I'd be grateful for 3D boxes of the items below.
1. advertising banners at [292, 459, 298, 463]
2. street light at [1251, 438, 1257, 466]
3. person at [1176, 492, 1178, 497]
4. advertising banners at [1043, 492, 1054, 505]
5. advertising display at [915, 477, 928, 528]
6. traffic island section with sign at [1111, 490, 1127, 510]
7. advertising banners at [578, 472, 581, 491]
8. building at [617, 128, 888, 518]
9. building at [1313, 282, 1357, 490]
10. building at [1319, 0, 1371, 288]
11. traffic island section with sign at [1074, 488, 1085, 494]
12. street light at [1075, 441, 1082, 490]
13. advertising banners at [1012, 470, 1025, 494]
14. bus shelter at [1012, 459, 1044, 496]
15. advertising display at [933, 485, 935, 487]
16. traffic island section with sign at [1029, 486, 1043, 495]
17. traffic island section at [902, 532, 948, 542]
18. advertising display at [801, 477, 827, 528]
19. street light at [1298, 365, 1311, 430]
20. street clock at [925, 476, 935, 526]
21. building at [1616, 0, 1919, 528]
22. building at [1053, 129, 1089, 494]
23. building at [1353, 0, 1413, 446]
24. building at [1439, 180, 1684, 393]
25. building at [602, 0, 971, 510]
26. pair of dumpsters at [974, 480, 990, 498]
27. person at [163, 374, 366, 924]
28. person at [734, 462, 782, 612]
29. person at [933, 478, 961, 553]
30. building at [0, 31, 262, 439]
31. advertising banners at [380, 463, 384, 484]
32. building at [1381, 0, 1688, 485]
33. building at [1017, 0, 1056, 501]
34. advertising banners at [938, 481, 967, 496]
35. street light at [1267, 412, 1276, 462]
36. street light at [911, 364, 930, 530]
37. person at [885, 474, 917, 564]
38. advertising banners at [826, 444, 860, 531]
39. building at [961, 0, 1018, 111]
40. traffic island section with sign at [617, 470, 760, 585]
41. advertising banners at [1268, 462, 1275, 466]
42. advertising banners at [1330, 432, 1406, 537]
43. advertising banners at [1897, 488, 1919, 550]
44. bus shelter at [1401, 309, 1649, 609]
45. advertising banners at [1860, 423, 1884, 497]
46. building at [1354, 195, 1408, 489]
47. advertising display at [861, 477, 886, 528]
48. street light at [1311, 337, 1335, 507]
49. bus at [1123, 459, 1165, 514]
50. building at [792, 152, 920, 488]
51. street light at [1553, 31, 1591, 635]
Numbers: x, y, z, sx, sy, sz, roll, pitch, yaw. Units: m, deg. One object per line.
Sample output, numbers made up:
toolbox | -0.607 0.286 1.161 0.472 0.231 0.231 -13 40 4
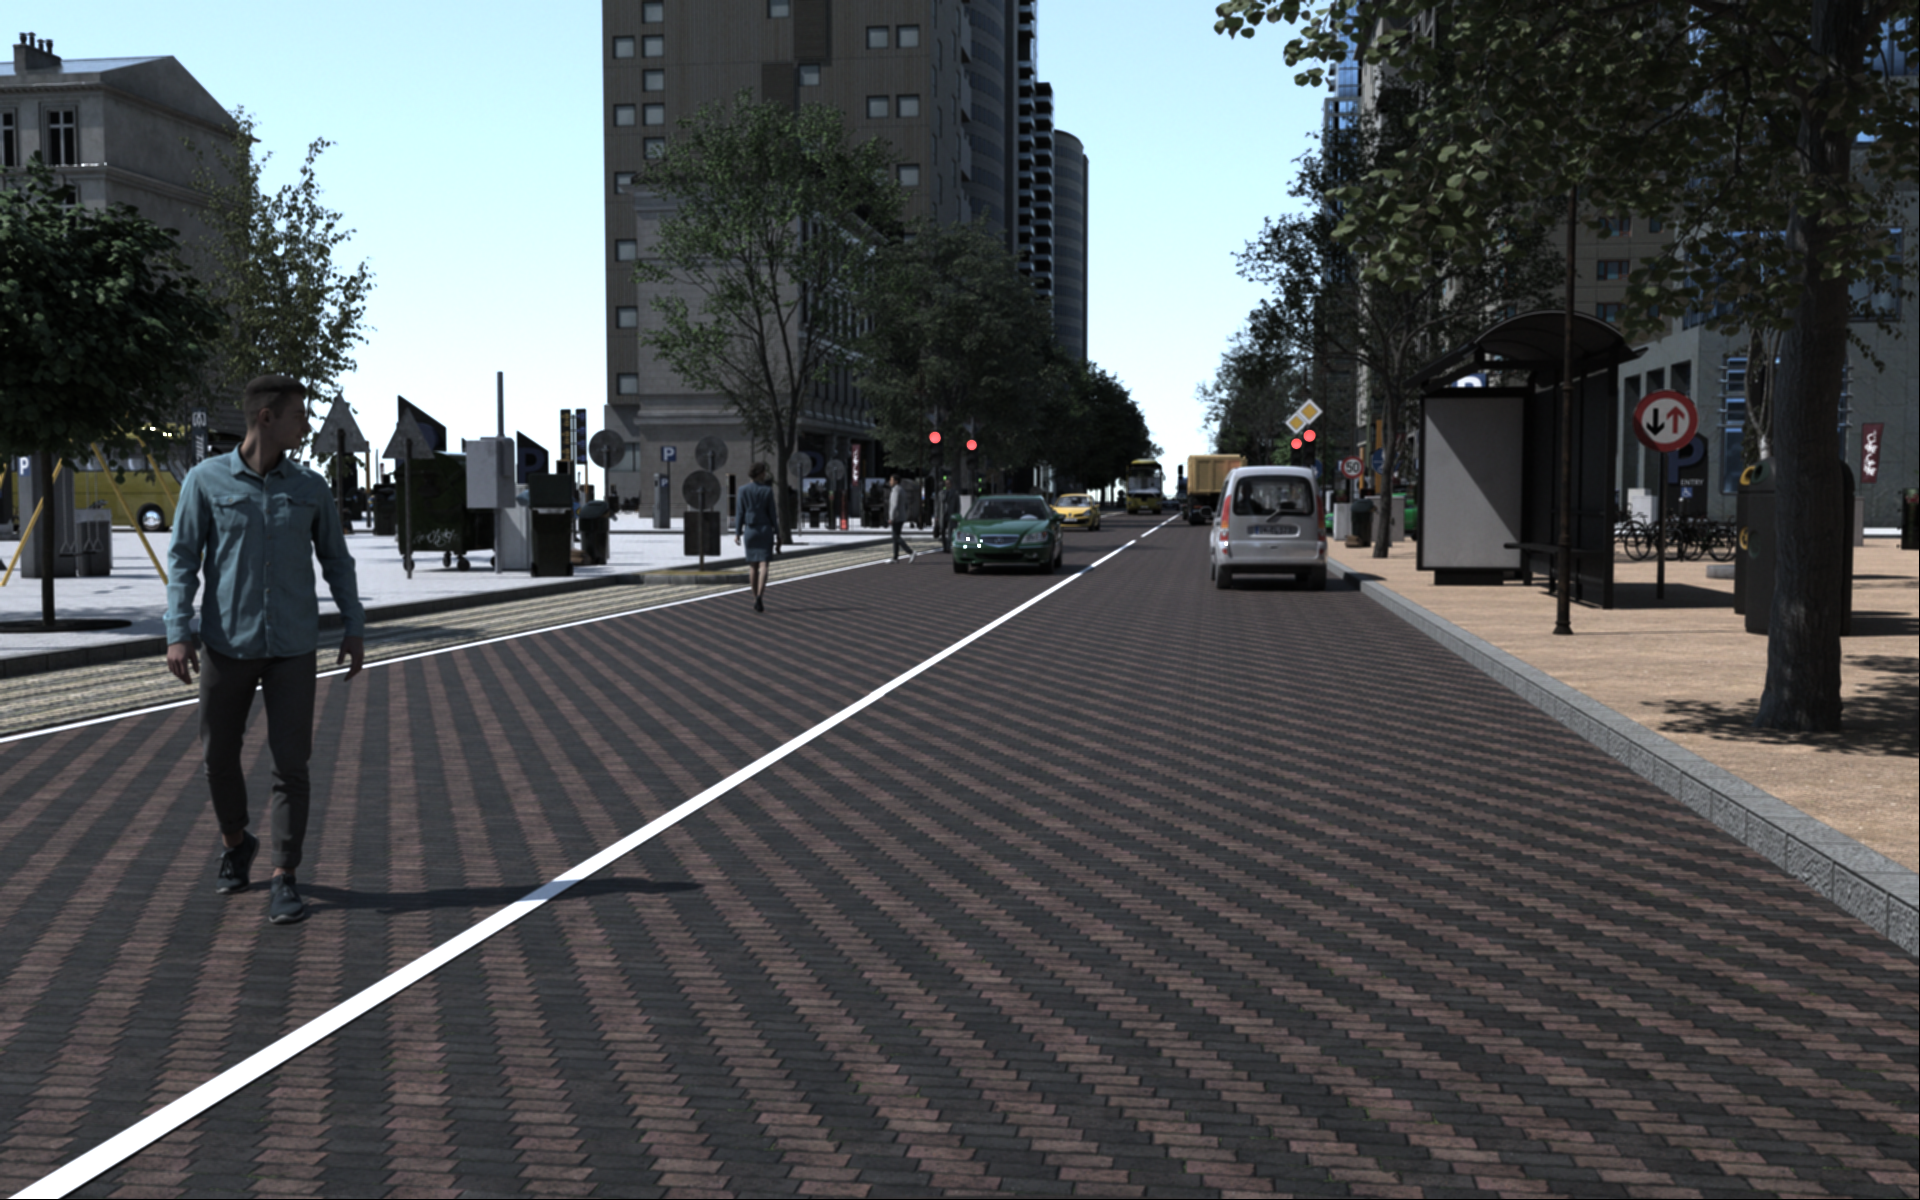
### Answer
advertising banners | -33.172 -5.429 84.954 2.074 3.025 0.090 2 4 27
street light | 23.427 -10.132 138.441 0.468 5.910 1.993 1 4 8
person | 33.855 -15.927 269.614 1.217 1.736 0.721 -1 4 -17
advertising banners | 5.954 -7.717 122.354 0.090 3.025 2.074 3 5 42
advertising display | -1.493 -3.763 66.731 0.123 1.923 0.974 -2 4 -24
traffic island section with sign | 14.895 -9.223 159.425 1.989 1.847 2.006 1 4 8
advertising banners | -29.821 -8.454 134.414 0.090 3.025 2.074 1 4 10
building | -12.675 -14.813 93.107 10.553 20.767 40.483 1 4 8
building | 57.975 -29.273 250.308 14.160 30.474 14.107 1 4 8
building | 65.237 -58.570 270.290 22.319 86.520 31.000 1 4 8
traffic island section with sign | 7.582 -6.162 109.370 1.989 1.847 2.006 1 4 8
street light | 9.515 -10.024 136.682 0.468 5.910 1.993 1 4 8
advertising banners | 3.498 -6.271 98.725 2.074 3.025 0.090 -2 4 -24
bus shelter | 3.703 -7.719 103.829 2.179 5.291 8.768 1 4 8
advertising display | -1.628 -7.341 125.237 0.123 1.923 0.974 2 4 34
traffic island section with sign | 3.631 -4.510 82.368 1.989 1.847 2.006 1 4 8
traffic island section | -0.728 -1.850 52.523 2.009 0.180 2.903 1 4 8
advertising display | -5.505 -3.689 65.522 0.974 1.923 0.123 0 4 -6
street light | 12.374 -5.469 62.204 0.468 5.910 1.993 1 4 8
street clock | -1.235 -3.925 68.737 0.358 2.002 0.471 3 4 36
building | 45.136 -46.483 72.664 31.000 86.520 22.319 1 4 8
building | 8.896 -44.890 275.951 21.231 58.520 28.212 1 4 8
building | 56.115 -36.093 179.361 28.713 52.752 27.495 1 4 8
building | 47.817 -16.508 114.947 27.650 21.520 28.899 1 4 8
building | -13.777 -34.383 151.404 28.713 52.752 27.495 1 4 8
pair of dumpsters | 1.651 -6.168 103.345 1.574 2.255 4.437 1 4 8
person | -2.408 0.142 6.045 0.638 1.841 0.748 -1 4 -18
person | -2.496 -0.776 21.211 0.581 1.822 0.654 1 4 11
person | -0.332 -2.058 42.255 0.694 1.812 0.767 1 4 16
building | -54.321 -16.287 85.379 34.723 24.649 14.460 1 4 8
advertising banners | -31.714 -6.115 96.165 0.090 3.025 2.074 -3 5 -44
building | 46.138 -42.980 140.974 20.563 71.187 20.611 1 4 8
building | 3.068 -57.084 245.999 22.319 86.520 31.000 1 4 8
advertising banners | -0.577 -6.331 99.707 2.074 3.025 0.090 -1 4 -16
street light | 17.472 -7.615 97.285 0.468 5.910 1.993 1 4 8
street light | -1.397 -5.446 61.830 0.468 5.910 1.993 1 4 8
person | -1.202 -1.669 35.634 0.795 1.843 0.661 1 4 21
advertising banners | -4.107 -3.968 61.069 0.090 3.025 2.074 -3 4 -38
building | -6.085 -38.928 178.467 21.231 58.520 28.212 1 4 8
traffic island section with sign | -4.302 -1.190 28.082 1.989 1.847 2.006 1 4 8
advertising banners | 17.750 -6.024 94.674 2.074 3.025 0.090 -1 4 -18
advertising banners | 11.592 -3.245 49.247 2.074 3.025 0.090 1 4 10
advertising banners | 22.334 -2.628 39.152 0.090 3.025 2.074 -3 5 -39
bus shelter | 6.845 -1.698 21.689 2.014 3.302 5.546 0 4 8
advertising banners | 22.006 -2.883 43.327 0.090 3.025 2.074 -3 4 -36
building | 44.638 -23.746 159.945 14.160 30.474 14.107 1 4 8
advertising display | -3.232 -3.695 65.621 0.974 1.923 0.123 -2 4 -33
street light | 10.599 -4.746 50.387 0.468 5.910 1.993 1 4 8
bus | 13.430 -8.211 125.799 2.896 3.916 12.252 0 4 7
building | -10.204 -17.822 121.072 12.332 23.373 15.834 1 4 8
street light | 5.517 -2.623 15.668 0.468 5.910 1.993 1 4 8
